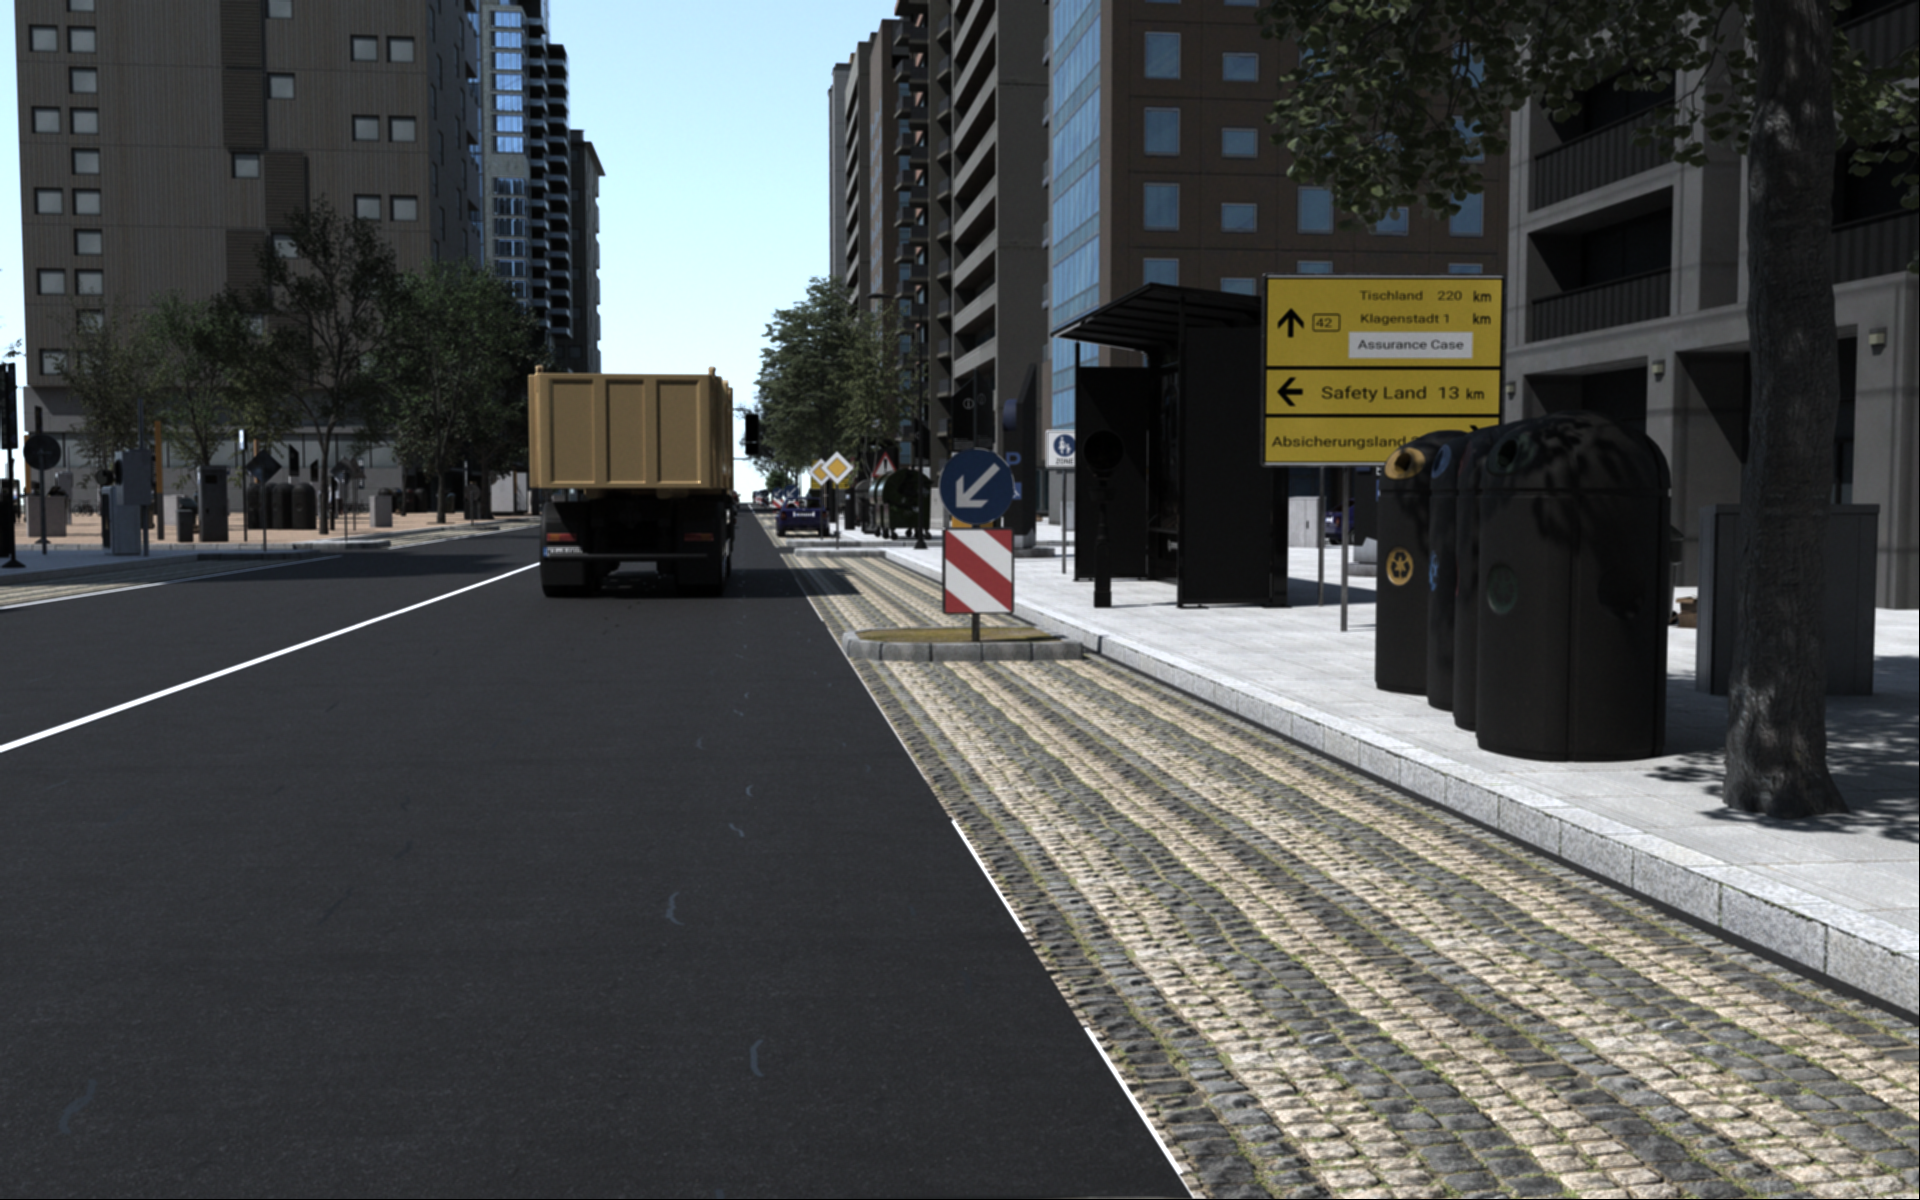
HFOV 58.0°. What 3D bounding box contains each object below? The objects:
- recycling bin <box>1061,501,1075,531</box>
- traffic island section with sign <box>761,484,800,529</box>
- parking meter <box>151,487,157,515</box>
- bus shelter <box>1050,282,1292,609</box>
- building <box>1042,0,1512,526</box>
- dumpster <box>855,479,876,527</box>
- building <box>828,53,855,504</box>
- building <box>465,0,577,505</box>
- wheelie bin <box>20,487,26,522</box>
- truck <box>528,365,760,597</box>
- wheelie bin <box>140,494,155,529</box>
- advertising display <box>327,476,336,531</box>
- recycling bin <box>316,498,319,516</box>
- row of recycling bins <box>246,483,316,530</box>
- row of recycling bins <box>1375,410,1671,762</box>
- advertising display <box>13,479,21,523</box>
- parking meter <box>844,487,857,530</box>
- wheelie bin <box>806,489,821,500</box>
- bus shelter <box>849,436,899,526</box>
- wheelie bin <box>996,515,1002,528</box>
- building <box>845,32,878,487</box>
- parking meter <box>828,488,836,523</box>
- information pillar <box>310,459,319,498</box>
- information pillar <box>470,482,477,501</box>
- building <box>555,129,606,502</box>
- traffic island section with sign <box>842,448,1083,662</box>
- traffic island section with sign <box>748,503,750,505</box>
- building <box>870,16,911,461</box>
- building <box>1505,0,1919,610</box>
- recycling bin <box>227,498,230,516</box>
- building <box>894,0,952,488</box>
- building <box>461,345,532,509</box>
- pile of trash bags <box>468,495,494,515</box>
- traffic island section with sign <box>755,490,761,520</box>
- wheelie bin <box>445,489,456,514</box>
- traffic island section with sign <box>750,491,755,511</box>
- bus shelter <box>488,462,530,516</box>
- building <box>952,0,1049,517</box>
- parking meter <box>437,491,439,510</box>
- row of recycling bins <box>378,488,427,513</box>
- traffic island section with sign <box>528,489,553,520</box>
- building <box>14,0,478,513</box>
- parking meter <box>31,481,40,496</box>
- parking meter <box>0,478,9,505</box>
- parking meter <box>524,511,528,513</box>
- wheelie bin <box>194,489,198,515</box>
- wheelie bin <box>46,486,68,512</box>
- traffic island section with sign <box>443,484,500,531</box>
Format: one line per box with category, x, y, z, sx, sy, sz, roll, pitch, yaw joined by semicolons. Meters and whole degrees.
recycling bin;3.900;-2.899;59.956;0.722;1.027;0.722;0;4;-7
traffic island section with sign;-7.008;-3.797;70.709;1.989;1.847;2.006;0;4;-7
parking meter;-49.357;-6.141;106.111;0.399;1.863;0.255;1;4;22
bus shelter;2.565;-1.906;22.448;1.731;3.624;6.357;0;4;-7
building;11.261;-25.389;65.227;14.200;45.320;14.600;0;4;-7
dumpster;-3.518;-3.818;68.184;1.264;1.857;1.865;0;4;-7
building;-7.544;-42.669;239.630;21.231;58.520;28.212;0;4;-7
building;-60.629;-55.656;222.647;22.319;86.520;31.000;0;4;-7
wheelie bin;-42.164;-4.328;78.665;0.980;1.594;0.693;-1;4;-20
truck;-4.984;-1.956;27.899;3.469;3.379;9.791;0;4;-6
wheelie bin;-29.978;-3.399;63.483;0.693;1.594;0.980;0;4;-2
advertising display;-22.219;-3.427;61.241;0.123;1.923;0.974;-2;4;-27
recycling bin;-37.651;-5.374;100.412;0.722;1.027;0.722;1;4;9
row of recycling bins;-24.772;-3.426;63.132;3.534;1.692;1.069;2;4;34
row of recycling bins;3.153;-0.174;9.964;1.069;1.692;3.534;0;4;3
advertising display;-41.862;-4.357;76.450;0.974;1.923;0.123;2;4;24
parking meter;-3.956;-3.287;62.155;0.372;1.533;0.369;0;3;0
wheelie bin;-8.502;-5.657;100.407;0.980;1.594;0.693;-2;4;-34
bus shelter;-3.641;-5.030;73.517;1.731;3.624;6.357;0;4;-7
wheelie bin;0.999;-2.929;55.796;0.980;1.594;0.693;0;4;-3
building;-0.600;-34.059;180.561;21.300;48.544;21.600;0;4;-7
parking meter;-5.694;-4.213;77.288;0.372;1.533;0.369;0;3;0
information pillar;-42.804;-7.557;114.918;0.504;3.616;0.183;-3;5;-39
information pillar;-29.692;-6.191;105.711;0.304;2.012;0.304;-3;4;-37
building;-66.819;-40.556;252.323;28.713;52.752;27.495;0;4;-7
traffic island section with sign;-0.053;-0.430;15.654;1.989;1.847;2.006;0;4;-7
traffic island section with sign;-20.057;-10.121;174.102;1.989;1.847;2.006;0;4;-7
building;-0.973;-31.342;162.557;14.600;45.320;14.200;0;4;-7
building;19.910;-35.751;22.775;20.563;71.187;20.611;0;4;-7
recycling bin;-43.499;-5.467;101.945;0.722;1.027;0.722;0;4;6
building;6.160;-29.797;141.807;22.147;44.769;28.867;0;4;-7
building;-55.299;-19.252;159.817;27.650;21.520;28.899;0;4;-7
pile of trash bags;-29.961;-6.061;108.850;1.912;1.369;3.447;-1;4;-13
traffic island section with sign;-10.377;-5.433;97.454;1.989;1.847;2.006;0;4;-7
wheelie bin;-33.579;-6.474;113.762;0.980;1.594;0.693;1;4;11
traffic island section with sign;-16.681;-8.485;147.358;1.989;1.847;2.006;0;4;-7
bus shelter;-26.697;-6.606;101.926;2.014;3.302;5.546;0;4;-7
building;11.339;-29.563;107.056;21.300;48.544;21.600;0;4;-7
parking meter;-34.725;-6.555;115.589;0.372;1.533;0.369;0;3;0
row of recycling bins;-37.684;-6.724;117.044;1.069;1.692;3.534;3;5;39
traffic island section with sign;-22.664;-5.294;95.189;1.989;1.847;2.006;0;4;-7
building;-51.697;-33.132;130.950;28.713;52.752;27.495;0;4;-7
parking meter;-40.846;-4.333;76.548;0.399;1.863;0.255;2;4;28
parking meter;-35.398;-3.579;64.232;0.255;1.863;0.399;-2;4;-35
parking meter;-28.875;-6.515;114.925;0.372;1.533;0.369;0;3;0
wheelie bin;-45.862;-5.920;104.699;0.693;1.594;0.980;2;4;28
wheelie bin;-36.380;-3.786;69.804;0.693;1.594;0.980;0;4;-2
traffic island section with sign;-19.287;-3.659;68.445;1.989;1.847;2.006;0;4;-7
